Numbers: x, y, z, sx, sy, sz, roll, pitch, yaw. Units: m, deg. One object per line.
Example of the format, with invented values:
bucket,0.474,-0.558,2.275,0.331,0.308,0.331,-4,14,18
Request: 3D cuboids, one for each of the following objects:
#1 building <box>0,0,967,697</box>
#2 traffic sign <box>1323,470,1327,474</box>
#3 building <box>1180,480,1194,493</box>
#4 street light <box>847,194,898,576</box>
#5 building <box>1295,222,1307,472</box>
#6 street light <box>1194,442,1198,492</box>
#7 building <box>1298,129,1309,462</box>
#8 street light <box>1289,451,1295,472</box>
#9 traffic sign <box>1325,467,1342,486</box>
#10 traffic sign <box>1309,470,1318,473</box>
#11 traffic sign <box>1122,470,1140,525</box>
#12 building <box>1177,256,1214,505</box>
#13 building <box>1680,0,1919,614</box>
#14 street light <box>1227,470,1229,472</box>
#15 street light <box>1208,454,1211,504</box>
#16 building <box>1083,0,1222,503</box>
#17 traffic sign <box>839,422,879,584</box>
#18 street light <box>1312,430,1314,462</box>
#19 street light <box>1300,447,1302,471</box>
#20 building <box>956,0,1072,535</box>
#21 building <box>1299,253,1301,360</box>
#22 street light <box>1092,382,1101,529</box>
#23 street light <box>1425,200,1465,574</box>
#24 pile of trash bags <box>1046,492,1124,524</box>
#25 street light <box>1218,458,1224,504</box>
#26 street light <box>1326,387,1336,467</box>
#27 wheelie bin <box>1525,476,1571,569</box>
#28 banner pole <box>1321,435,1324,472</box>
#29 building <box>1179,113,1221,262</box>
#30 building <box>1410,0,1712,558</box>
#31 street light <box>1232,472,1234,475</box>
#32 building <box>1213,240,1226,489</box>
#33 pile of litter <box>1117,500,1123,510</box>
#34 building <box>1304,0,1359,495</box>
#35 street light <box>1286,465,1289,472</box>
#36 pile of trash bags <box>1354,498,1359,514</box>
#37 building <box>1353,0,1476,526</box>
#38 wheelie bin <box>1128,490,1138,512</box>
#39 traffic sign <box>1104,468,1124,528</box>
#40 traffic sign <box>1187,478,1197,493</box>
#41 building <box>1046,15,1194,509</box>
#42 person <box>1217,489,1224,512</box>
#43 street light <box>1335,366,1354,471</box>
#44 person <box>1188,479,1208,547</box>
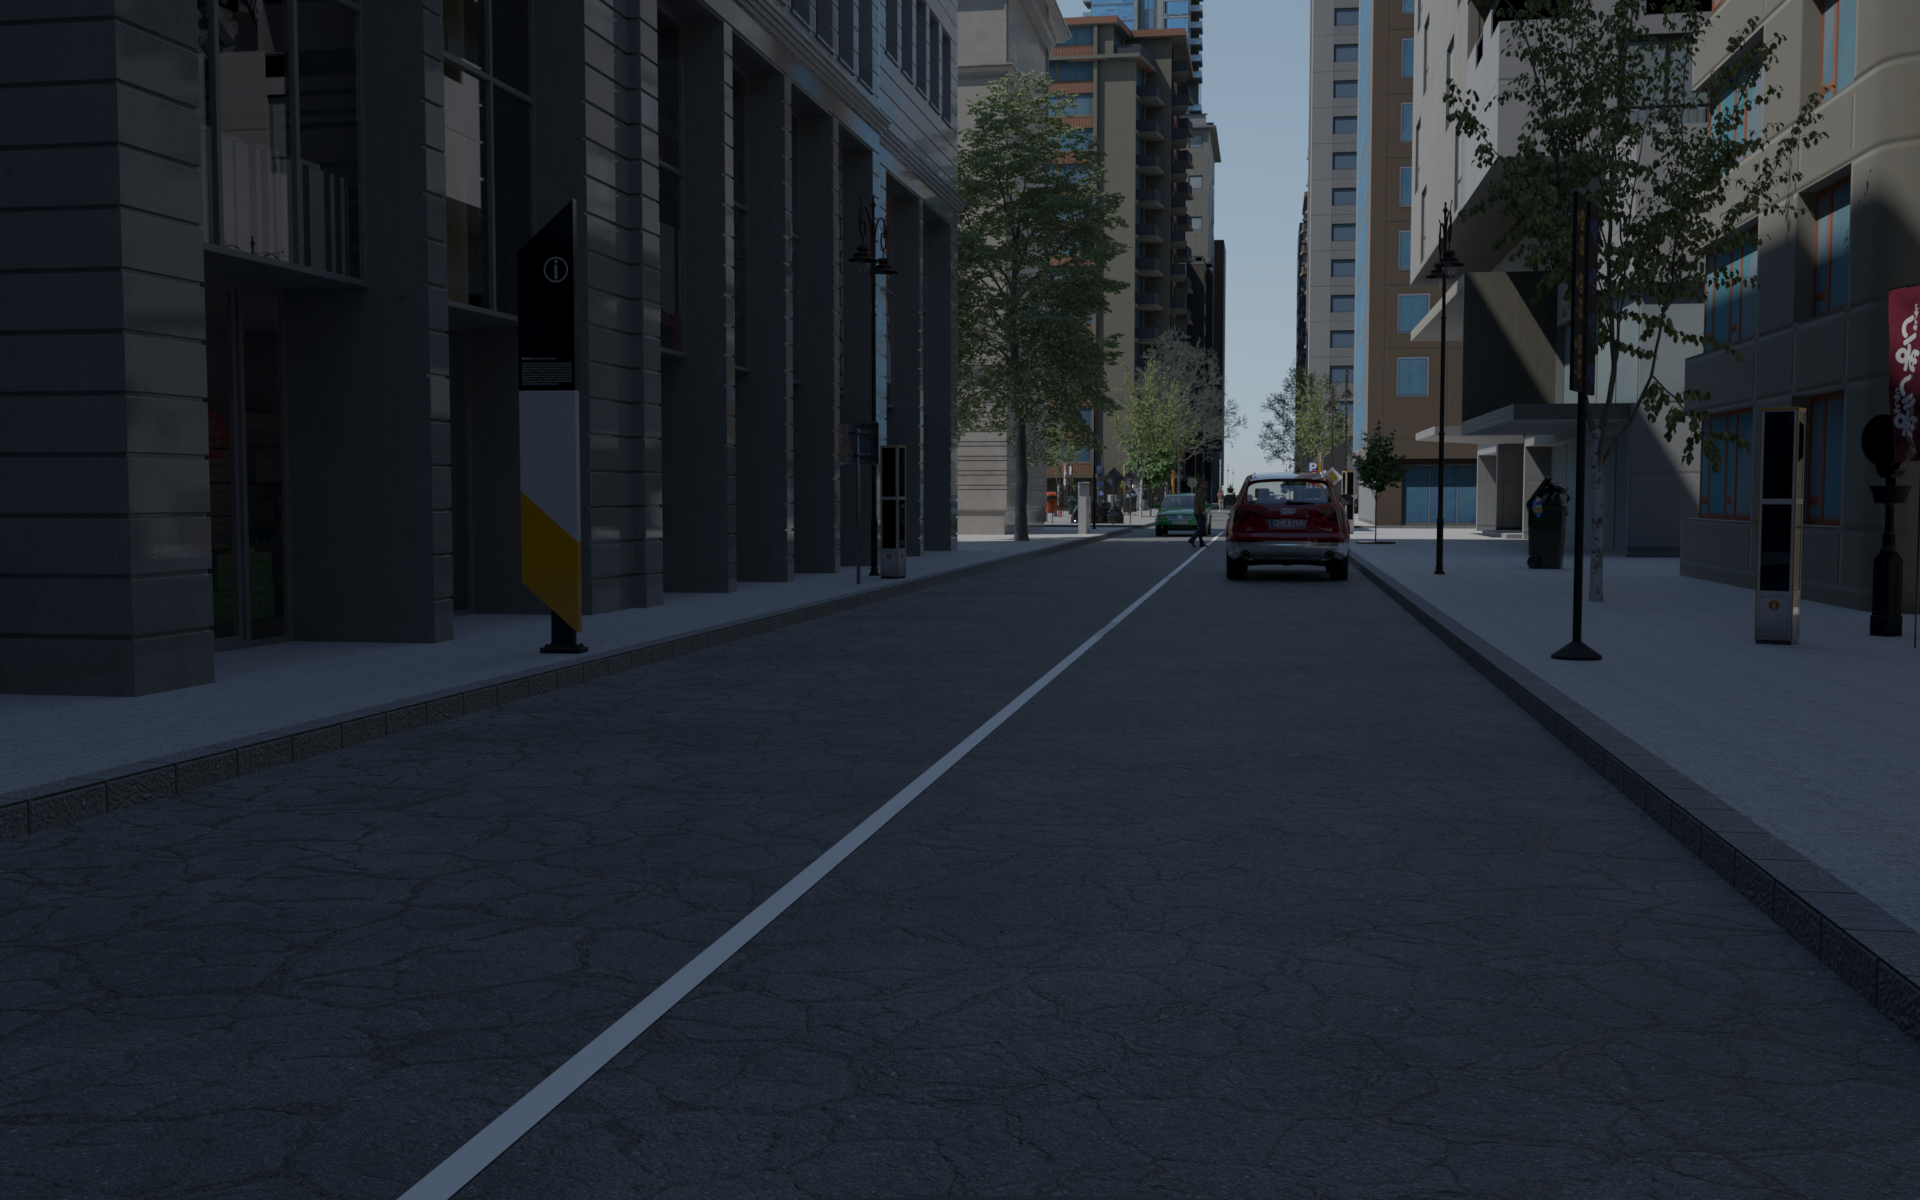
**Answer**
building,-7.929,-15.165,25.435,11.434,29.767,29.804,1,4,10
traffic sign,15.040,-4.147,71.448,0.795,2.450,0.064,1,4,10
building,10.028,-30.480,190.230,32.217,40.220,23.993,1,4,10
street light,-1.345,-3.318,27.031,0.468,5.910,1.993,1,4,10
building,67.086,-40.698,289.111,21.300,48.544,21.600,1,4,10
street light,20.216,-10.755,148.631,0.468,5.910,1.993,1,4,10
building,48.792,-32.614,187.864,22.147,44.769,28.867,1,4,10
street light,35.630,-12.961,184.706,0.468,5.910,1.993,1,4,10
traffic sign,13.639,-3.666,63.586,0.795,2.450,0.064,1,4,10
traffic sign,18.900,-5.655,92.557,0.768,2.556,0.104,1,4,11
traffic sign,7.173,-4.234,72.865,0.795,2.450,0.064,1,4,10
building,23.206,-26.723,208.627,14.160,30.474,14.107,1,4,10
building,22.454,-10.095,10.099,27.650,21.520,28.899,1,4,10
street light,41.184,-17.944,266.176,0.468,5.910,1.993,1,4,10
street light,26.512,-12.919,184.016,0.468,5.910,1.993,1,4,10
building,30.450,-58.742,273.096,22.319,86.520,31.000,1,4,10
traffic sign,-1.443,-1.375,24.611,0.606,2.300,0.079,1,4,18
street light,22.330,-8.373,109.679,0.468,5.910,1.993,1,4,10
street light,29.411,-10.816,149.628,0.468,5.910,1.993,1,4,10
building,-7.321,-13.710,60.319,21.152,22.565,11.583,1,4,10
building,59.064,-36.017,243.494,22.147,44.769,28.867,1,4,10
street light,4.906,-5.527,63.159,0.468,5.910,1.993,1,4,10
street light,7.678,-3.350,27.564,0.468,5.910,1.993,1,4,10
pile of trash bags,5.326,-4.004,75.221,3.447,1.369,1.912,-1,4,-10
street light,34.830,-15.752,230.338,0.468,5.910,1.993,1,4,10
street light,16.000,-6.221,74.499,0.468,5.910,1.993,1,4,10
wheelie bin,10.135,-1.343,29.860,0.693,1.594,0.980,2,4,24
banner pole,15.203,-5.057,72.694,0.401,3.779,0.863,1,4,8
building,22.058,-40.156,245.787,28.713,52.752,27.495,1,4,10
building,26.830,-27.879,45.064,28.713,52.752,27.495,1,4,10
street light,47.488,-20.089,301.238,0.468,5.910,1.993,1,4,10
building,38.129,-39.498,295.903,14.600,45.320,14.200,1,4,10
pile of litter,13.276,-7.862,142.502,1.719,0.858,1.176,-2,4,-29
building,42.687,-37.756,159.307,21.231,58.520,28.212,1,4,10
street light,42.002,-15.128,220.134,0.468,5.910,1.993,1,4,10
pile of trash bags,25.367,-6.244,111.838,1.912,1.369,3.447,-1,4,-20
building,24.558,-25.922,73.940,14.200,45.320,14.600,1,4,10
wheelie bin,12.243,-7.085,123.751,0.693,1.594,0.980,-2,4,-34
traffic sign,5.772,-3.753,65.003,0.795,2.450,0.064,1,4,10
traffic sign,17.975,-8.195,134.088,0.768,2.556,0.104,1,4,11
building,10.471,-31.099,163.099,22.147,44.769,28.867,1,4,10
person,21.483,-8.188,142.342,0.573,1.828,0.580,3,5,44
street light,13.993,-5.507,62.823,0.468,5.910,1.993,1,4,10
person,6.471,-2.340,46.675,0.836,1.842,0.656,-3,5,-41
